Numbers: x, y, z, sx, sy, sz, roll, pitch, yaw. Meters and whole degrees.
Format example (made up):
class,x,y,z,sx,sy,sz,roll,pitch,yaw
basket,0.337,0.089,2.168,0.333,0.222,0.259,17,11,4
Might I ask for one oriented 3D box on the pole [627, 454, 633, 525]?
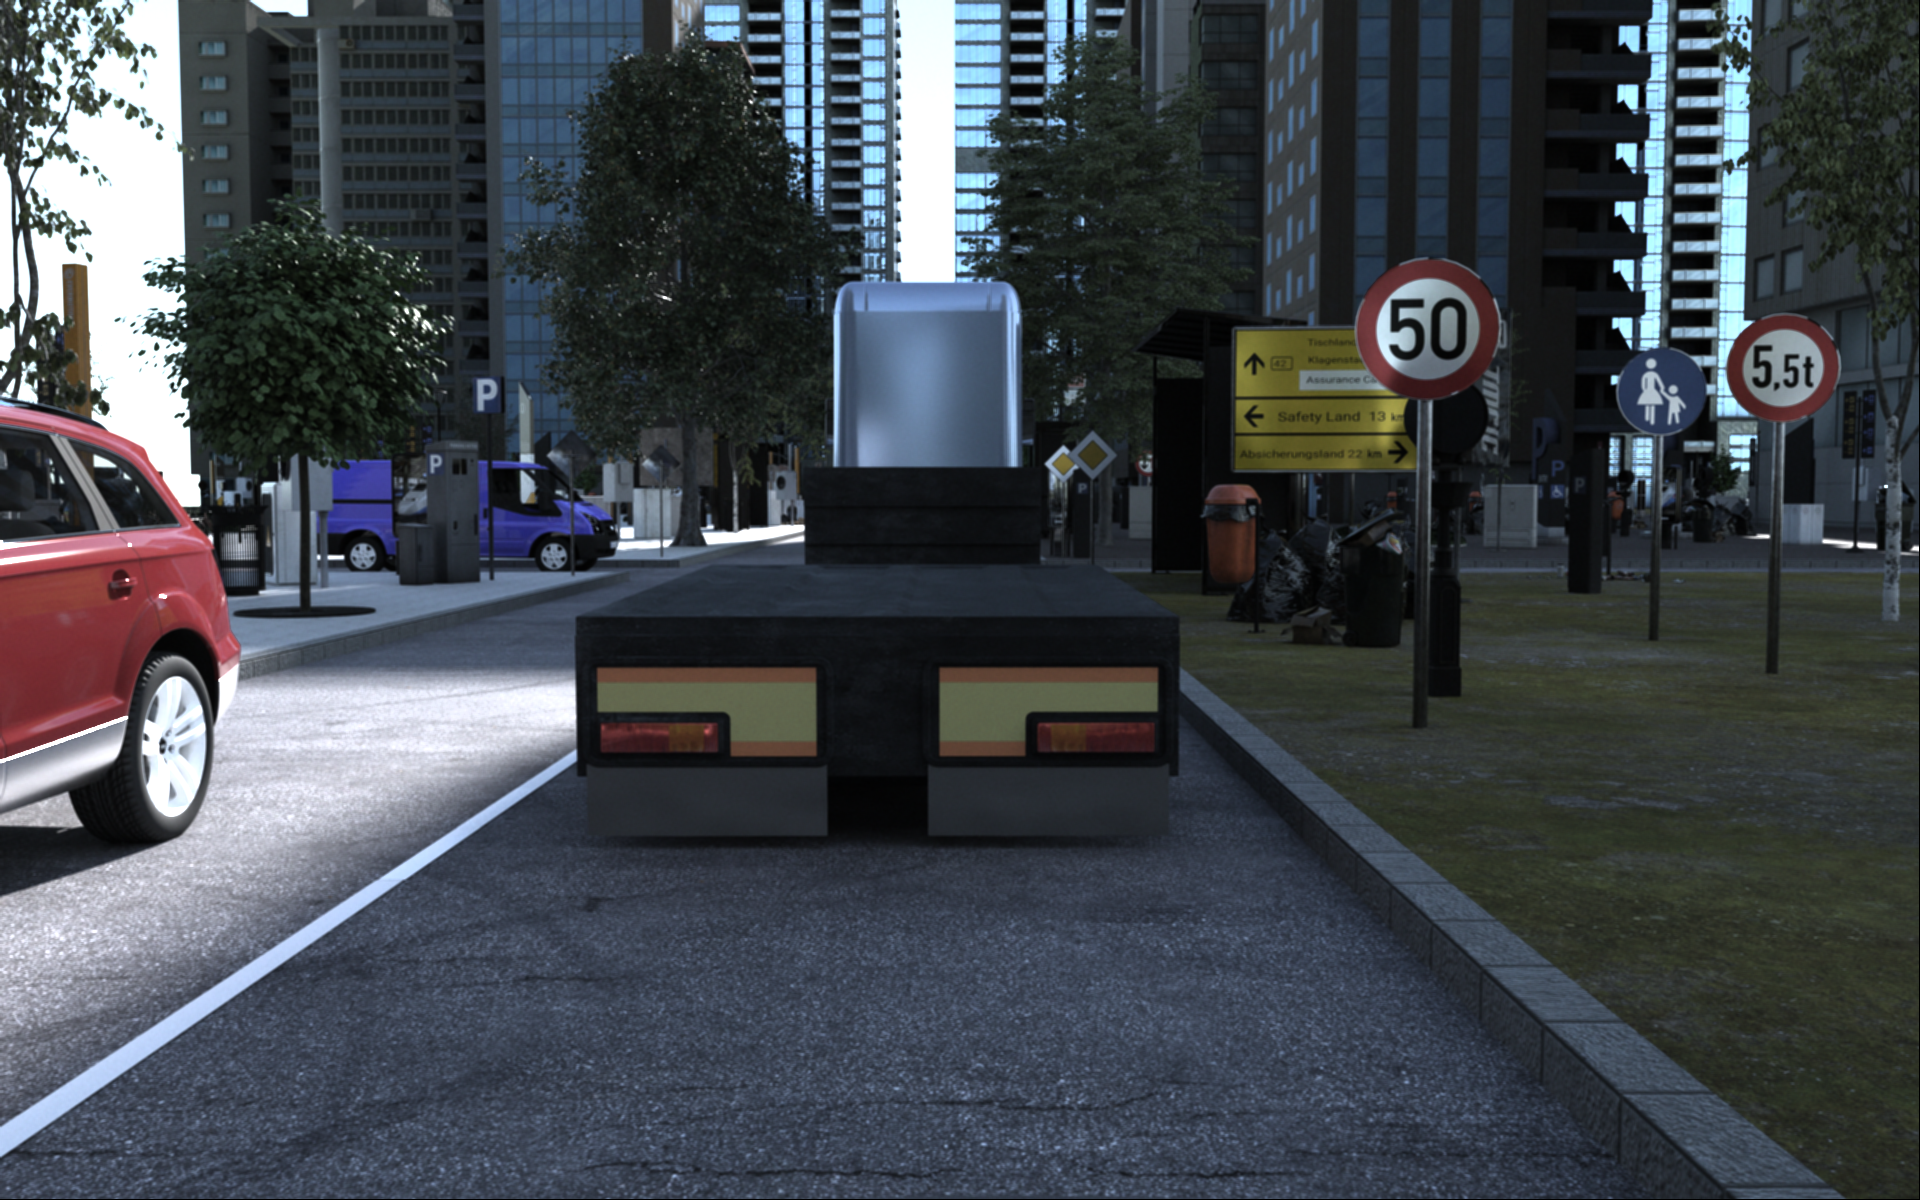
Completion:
class,x,y,z,sx,sy,sz,roll,pitch,yaw
pole,-13.500,-4.709,70.830,0.158,3.312,0.155,0,3,0

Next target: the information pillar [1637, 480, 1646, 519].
class,x,y,z,sx,sy,sz,roll,pitch,yaw
information pillar,35.184,-5.196,89.448,0.304,2.012,0.304,-1,4,-20

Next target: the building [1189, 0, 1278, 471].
class,x,y,z,sx,sy,sz,roll,pitch,yaw
building,20.359,-20.262,102.992,14.160,30.474,14.107,0,4,0

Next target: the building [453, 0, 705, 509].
class,x,y,z,sx,sy,sz,roll,pitch,yaw
building,-25.214,-28.614,117.948,14.600,45.320,14.200,0,4,0

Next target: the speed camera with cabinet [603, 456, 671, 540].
class,x,y,z,sx,sy,sz,roll,pitch,yaw
speed camera with cabinet,-9.213,-3.370,49.431,0.660,3.252,2.038,3,5,40

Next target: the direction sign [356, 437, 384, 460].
class,x,y,z,sx,sy,sz,roll,pitch,yaw
direction sign,-19.658,-4.023,57.777,0.876,3.537,0.379,0,4,-8

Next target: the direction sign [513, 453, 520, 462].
class,x,y,z,sx,sy,sz,roll,pitch,yaw
direction sign,-24.267,-6.290,94.837,0.379,3.537,0.876,1,4,15

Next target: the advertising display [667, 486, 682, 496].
class,x,y,z,sx,sy,sz,roll,pitch,yaw
advertising display,-13.904,-4.897,85.275,0.974,1.923,0.123,1,4,17

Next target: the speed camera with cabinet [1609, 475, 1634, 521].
class,x,y,z,sx,sy,sz,roll,pitch,yaw
speed camera with cabinet,31.013,-5.352,81.840,0.660,3.252,2.038,-1,4,-14

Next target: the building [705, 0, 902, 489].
class,x,y,z,sx,sy,sz,roll,pitch,yaw
building,-20.295,-55.166,214.633,31.000,86.520,22.319,0,4,0

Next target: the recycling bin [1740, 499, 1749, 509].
class,x,y,z,sx,sy,sz,roll,pitch,yaw
recycling bin,41.656,-4.881,92.359,0.722,1.027,0.722,3,5,43

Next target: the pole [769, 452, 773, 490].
class,x,y,z,sx,sy,sz,roll,pitch,yaw
pole,-9.067,-5.459,83.090,0.158,3.312,0.155,0,3,0

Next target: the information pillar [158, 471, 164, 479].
class,x,y,z,sx,sy,sz,roll,pitch,yaw
information pillar,-25.194,-3.057,54.480,0.304,2.012,0.304,-2,4,-26

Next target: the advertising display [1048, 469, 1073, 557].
class,x,y,z,sx,sy,sz,roll,pitch,yaw
advertising display,2.065,-1.865,35.715,0.123,1.923,0.974,-1,4,-21

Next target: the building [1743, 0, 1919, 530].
class,x,y,z,sx,sy,sz,roll,pitch,yaw
building,46.300,-28.755,59.386,27.495,52.752,28.713,0,4,0

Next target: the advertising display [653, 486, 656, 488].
class,x,y,z,sx,sy,sz,roll,pitch,yaw
advertising display,-17.673,-5.809,100.190,0.123,1.923,0.974,-1,4,-16

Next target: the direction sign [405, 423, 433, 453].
class,x,y,z,sx,sy,sz,roll,pitch,yaw
direction sign,-17.136,-3.848,54.910,0.876,3.537,0.379,-3,4,-37

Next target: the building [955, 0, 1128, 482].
class,x,y,z,sx,sy,sz,roll,pitch,yaw
building,11.021,-55.127,214.002,31.000,86.520,22.319,0,4,0

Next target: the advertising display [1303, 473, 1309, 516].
class,x,y,z,sx,sy,sz,roll,pitch,yaw
advertising display,10.364,-2.912,52.825,0.123,1.923,0.974,-1,4,-15

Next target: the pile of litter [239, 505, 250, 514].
class,x,y,z,sx,sy,sz,roll,pitch,yaw
pile of litter,-28.945,-3.389,69.369,1.176,0.858,1.719,0,4,-1

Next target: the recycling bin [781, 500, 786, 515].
class,x,y,z,sx,sy,sz,roll,pitch,yaw
recycling bin,-8.187,-3.983,77.680,0.722,1.027,0.722,-1,4,-13

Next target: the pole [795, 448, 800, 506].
class,x,y,z,sx,sy,sz,roll,pitch,yaw
pole,-7.157,-5.031,76.095,0.158,3.312,0.155,0,3,0

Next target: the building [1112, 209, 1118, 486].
class,x,y,z,sx,sy,sz,roll,pitch,yaw
building,21.640,-24.223,167.740,14.160,30.474,14.107,0,4,0

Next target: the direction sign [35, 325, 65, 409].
class,x,y,z,sx,sy,sz,roll,pitch,yaw
direction sign,-12.218,-1.922,23.416,0.876,3.537,0.379,3,4,36

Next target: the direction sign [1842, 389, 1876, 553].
class,x,y,z,sx,sy,sz,roll,pitch,yaw
direction sign,19.667,-2.810,37.948,0.379,3.537,0.876,-1,4,-16

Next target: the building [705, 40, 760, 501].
class,x,y,z,sx,sy,sz,roll,pitch,yaw
building,-32.479,-31.145,163.837,28.867,44.769,22.147,0,4,0

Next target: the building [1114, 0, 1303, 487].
class,x,y,z,sx,sy,sz,roll,pitch,yaw
building,21.235,-30.768,153.161,14.600,45.320,14.200,0,4,0

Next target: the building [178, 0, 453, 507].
class,x,y,z,sx,sy,sz,roll,pitch,yaw
building,-58.456,-33.061,164.245,21.600,48.544,21.300,0,4,0

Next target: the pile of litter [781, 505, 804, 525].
class,x,y,z,sx,sy,sz,roll,pitch,yaw
pile of litter,-6.813,-3.524,71.585,1.719,0.858,1.176,-1,4,-12

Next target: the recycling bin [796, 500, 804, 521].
class,x,y,z,sx,sy,sz,roll,pitch,yaw
recycling bin,-6.525,-3.749,73.851,0.722,1.027,0.722,2,4,30

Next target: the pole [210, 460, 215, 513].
class,x,y,z,sx,sy,sz,roll,pitch,yaw
pole,-45.063,-6.762,104.401,0.158,3.312,0.155,0,3,0

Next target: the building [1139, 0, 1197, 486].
class,x,y,z,sx,sy,sz,roll,pitch,yaw
building,24.277,-36.041,131.262,21.231,58.520,28.212,0,4,0

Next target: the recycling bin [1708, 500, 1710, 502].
class,x,y,z,sx,sy,sz,roll,pitch,yaw
recycling bin,30.977,-3.644,72.133,0.722,1.027,0.722,0,4,-6

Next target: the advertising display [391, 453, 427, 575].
class,x,y,z,sx,sy,sz,roll,pitch,yaw
advertising display,-8.480,-1.355,27.371,0.974,1.923,0.123,0,4,4

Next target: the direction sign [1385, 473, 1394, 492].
class,x,y,z,sx,sy,sz,roll,pitch,yaw
direction sign,17.452,-4.793,70.359,0.379,3.537,0.876,2,4,35

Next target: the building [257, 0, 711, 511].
class,x,y,z,sx,sy,sz,roll,pitch,yaw
building,-34.760,-27.239,137.238,32.217,40.220,23.993,0,4,0

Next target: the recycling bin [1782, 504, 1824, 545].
class,x,y,z,sx,sy,sz,roll,pitch,yaw
recycling bin,21.301,-1.912,43.820,0.722,1.027,0.722,-1,4,-12

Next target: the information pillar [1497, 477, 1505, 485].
class,x,y,z,sx,sy,sz,roll,pitch,yaw
information pillar,22.764,-4.187,72.956,0.304,2.012,0.304,1,4,20

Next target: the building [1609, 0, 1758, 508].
class,x,y,z,sx,sy,sz,roll,pitch,yaw
building,62.847,-51.929,161.709,31.000,86.520,22.319,0,4,0

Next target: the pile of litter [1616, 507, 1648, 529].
class,x,y,z,sx,sy,sz,roll,pitch,yaw
pile of litter,25.167,-3.103,64.692,1.719,0.858,1.176,-2,4,-35

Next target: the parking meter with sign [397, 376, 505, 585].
class,x,y,z,sx,sy,sz,roll,pitch,yaw
parking meter with sign,-7.361,-1.760,25.034,0.543,3.016,1.738,2,4,27

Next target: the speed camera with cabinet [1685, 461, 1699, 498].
class,x,y,z,sx,sy,sz,roll,pitch,yaw
speed camera with cabinet,42.658,-6.592,102.115,2.038,3.252,0.660,-1,4,-18

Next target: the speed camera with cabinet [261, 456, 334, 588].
class,x,y,z,sx,sy,sz,roll,pitch,yaw
speed camera with cabinet,-9.285,-1.826,24.187,0.660,3.252,2.038,-2,4,-32

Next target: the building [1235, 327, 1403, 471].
class,x,y,z,sx,sy,sz,roll,pitch,yaw
building,41.752,-36.506,216.479,30.456,49.044,23.786,0,4,0

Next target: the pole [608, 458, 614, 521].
class,x,y,z,sx,sy,sz,roll,pitch,yaw
pole,-13.081,-4.345,64.883,0.158,3.312,0.155,0,3,0

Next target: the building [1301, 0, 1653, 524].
class,x,y,z,sx,sy,sz,roll,pitch,yaw
building,22.305,-26.319,80.422,14.600,45.320,14.200,0,4,0

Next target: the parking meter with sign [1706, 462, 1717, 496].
class,x,y,z,sx,sy,sz,roll,pitch,yaw
parking meter with sign,40.327,-5.909,92.865,0.543,3.016,1.738,1,4,21

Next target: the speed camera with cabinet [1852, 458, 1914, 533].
class,x,y,z,sx,sy,sz,roll,pitch,yaw
speed camera with cabinet,30.439,-3.840,57.116,0.660,3.252,2.038,-1,4,-16

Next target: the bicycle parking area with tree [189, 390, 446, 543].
class,x,y,z,sx,sy,sz,roll,pitch,yaw
bicycle parking area with tree,-17.072,-3.731,47.999,8.231,4.147,9.016,1,4,15

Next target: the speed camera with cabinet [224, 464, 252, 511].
class,x,y,z,sx,sy,sz,roll,pitch,yaw
speed camera with cabinet,-39.207,-6.098,94.040,0.660,3.252,2.038,0,4,6

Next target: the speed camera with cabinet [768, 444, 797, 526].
class,x,y,z,sx,sy,sz,roll,pitch,yaw
speed camera with cabinet,-7.332,-4.565,68.973,0.660,3.252,2.038,-3,5,-43

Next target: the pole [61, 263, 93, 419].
class,x,y,z,sx,sy,sz,roll,pitch,yaw
pole,-7.844,-1.321,15.445,0.158,3.312,0.155,0,3,0

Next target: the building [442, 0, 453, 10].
class,x,y,z,sx,sy,sz,roll,pitch,yaw
building,-65.824,-55.169,214.681,31.000,86.520,22.319,0,4,0

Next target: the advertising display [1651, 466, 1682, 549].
class,x,y,z,sx,sy,sz,roll,pitch,yaw
advertising display,16.495,-2.157,40.488,0.123,1.923,0.974,-1,4,-12
